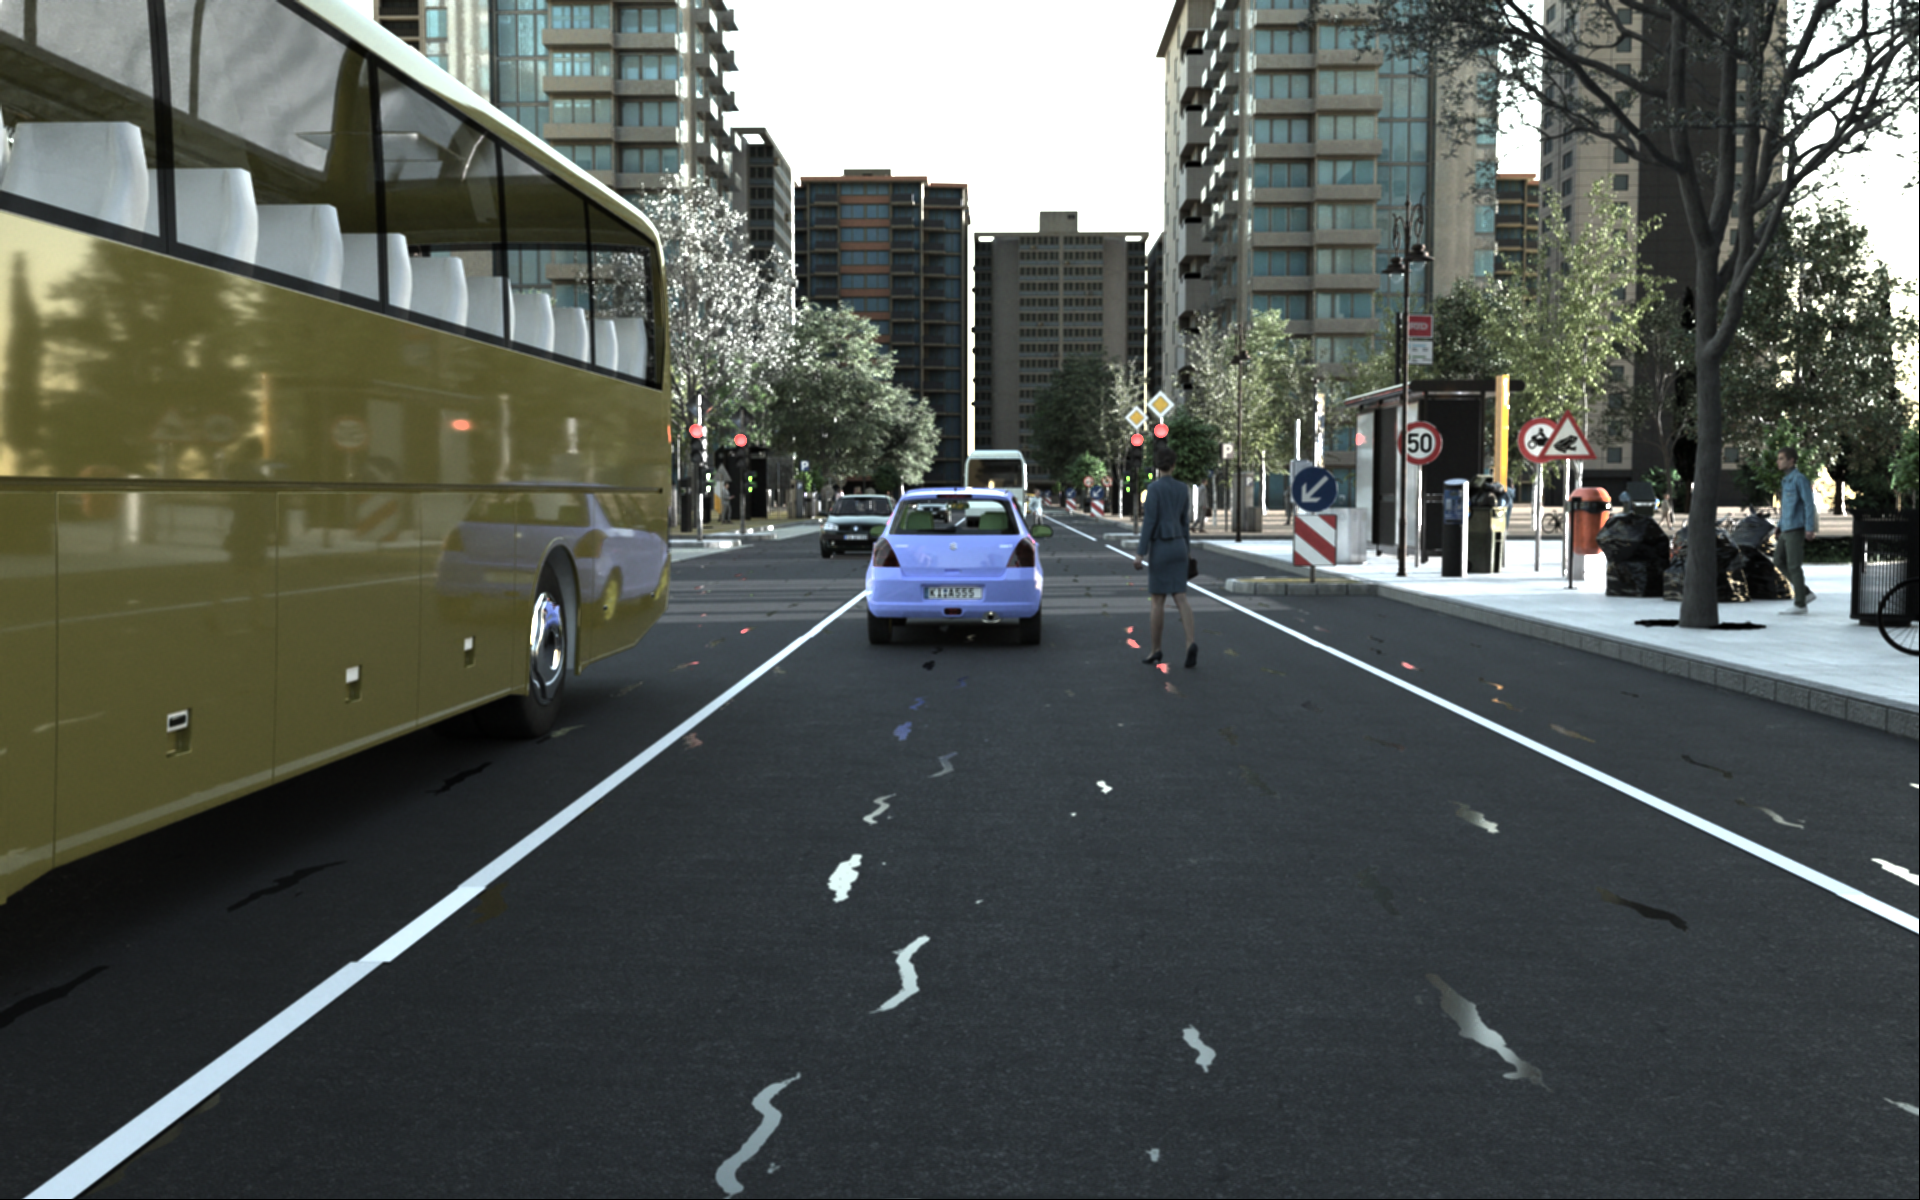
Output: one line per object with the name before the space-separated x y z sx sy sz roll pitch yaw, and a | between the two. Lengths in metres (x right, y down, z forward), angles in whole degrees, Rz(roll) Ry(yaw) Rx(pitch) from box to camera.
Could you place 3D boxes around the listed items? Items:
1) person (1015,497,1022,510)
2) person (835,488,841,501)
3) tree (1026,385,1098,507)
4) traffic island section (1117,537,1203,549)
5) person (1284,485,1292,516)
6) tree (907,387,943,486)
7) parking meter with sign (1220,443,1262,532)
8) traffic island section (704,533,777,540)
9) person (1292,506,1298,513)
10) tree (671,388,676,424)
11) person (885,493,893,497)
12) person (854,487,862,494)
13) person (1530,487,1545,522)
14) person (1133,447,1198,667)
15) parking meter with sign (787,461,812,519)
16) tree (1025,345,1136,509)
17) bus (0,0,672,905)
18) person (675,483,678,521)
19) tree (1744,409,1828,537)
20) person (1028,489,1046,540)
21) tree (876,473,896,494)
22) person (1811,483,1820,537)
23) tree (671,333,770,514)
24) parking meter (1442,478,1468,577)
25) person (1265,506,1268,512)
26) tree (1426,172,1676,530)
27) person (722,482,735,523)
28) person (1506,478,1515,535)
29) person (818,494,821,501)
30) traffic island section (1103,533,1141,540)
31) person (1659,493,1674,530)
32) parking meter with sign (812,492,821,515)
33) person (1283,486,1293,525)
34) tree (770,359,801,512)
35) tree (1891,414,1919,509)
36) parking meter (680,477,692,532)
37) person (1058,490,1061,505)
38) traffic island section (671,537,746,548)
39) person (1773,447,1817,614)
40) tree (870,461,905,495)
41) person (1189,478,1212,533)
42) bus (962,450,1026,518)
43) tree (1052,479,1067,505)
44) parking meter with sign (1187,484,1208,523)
person | 2.225 -3.346 67.489 0.425 1.301 0.394 1 4 12
person | -9.564 -7.924 136.261 0.621 1.740 0.551 3 4 37
tree | 9.945 -14.714 166.322 9.928 11.665 9.643 0 3 0
traffic island section | 5.425 -1.508 46.939 2.009 0.180 2.903 0 4 1
person | 19.003 -5.749 100.216 0.511 1.800 0.466 0 4 5
tree | -6.733 -17.776 197.289 9.857 13.997 8.962 0 3 0
parking meter with sign | 9.564 -3.815 58.635 0.543 3.016 1.738 -2 4 -31
traffic island section | -6.940 -2.013 55.198 2.009 0.180 2.903 0 4 1
person | 22.469 -6.716 115.834 0.794 1.824 0.713 -3 5 -43
tree | -20.424 -10.270 102.319 7.601 10.594 8.767 1 4 22
person | -8.309 -11.849 200.600 1.217 1.723 0.721 -2 4 -34
person | -5.422 -5.091 91.709 0.580 1.828 0.573 2 4 31
person | 23.143 -3.880 69.397 0.656 1.842 0.836 3 5 40
person | 1.737 -0.362 14.444 0.581 1.822 0.654 -1 4 -18
parking meter with sign | -8.529 -5.780 90.765 0.543 3.016 1.738 -2 4 -32
tree | 10.463 -14.763 148.026 9.857 13.997 8.962 0 3 0
bus | -3.737 -0.969 7.386 2.896 3.916 12.252 0 4 2
person | -13.931 -4.755 83.635 0.795 1.843 0.661 2 4 25
tree | 18.627 -2.746 39.498 1.663 3.219 1.824 0 3 0
person | 2.423 -2.715 54.704 0.589 1.601 0.330 -2 4 -32
tree | -7.032 -10.116 160.005 1.663 3.219 1.824 0 3 0
person | 23.971 -2.449 48.765 0.478 1.798 0.641 3 5 39
tree | -17.994 -11.364 111.556 9.928 11.665 9.643 0 3 0
parking meter | 7.687 -1.131 26.899 0.372 1.533 0.369 0 3 0
person | 21.556 -7.094 122.699 0.598 1.740 0.731 0 4 1
tree | 13.933 -5.455 39.544 4.737 8.622 4.395 0 3 0
person | -10.152 -4.254 75.794 0.583 1.804 0.606 0 4 6
person | 17.270 -2.974 54.928 0.793 1.790 0.793 2 4 34
person | -13.016 -9.395 159.739 0.705 1.814 1.350 2 4 25
traffic island section | 5.598 -1.996 54.923 2.009 0.180 2.903 0 4 1
person | 25.417 -3.187 62.420 0.640 1.303 0.475 -1 4 -13
parking meter with sign | -9.142 -6.760 106.785 1.738 3.016 0.543 3 5 45
person | 13.814 -4.070 72.392 0.655 1.846 0.447 -2 4 -29
tree | -13.967 -12.059 122.921 9.928 11.665 9.643 0 3 0
tree | 23.057 -2.894 41.918 1.663 3.219 1.824 0 3 0
parking meter | -9.185 -3.203 58.078 0.255 1.863 0.399 1 4 19
person | 11.865 -12.133 205.344 0.530 1.710 0.541 0 4 6
traffic island section | -7.113 -1.525 47.215 2.009 0.180 2.903 0 4 1
person | 8.932 -0.740 18.489 0.444 1.785 0.601 1 4 19
tree | -7.120 -11.250 167.652 4.285 4.588 4.351 0 3 0
person | 8.093 -3.154 57.727 0.853 1.813 0.709 -1 4 -16
bus | 1.530 -5.159 79.201 2.948 3.499 13.247 0 4 0
tree | 11.716 -13.001 207.162 1.663 3.219 1.824 0 3 0
parking meter with sign | 10.041 -4.877 75.992 1.738 3.016 0.543 3 4 36
